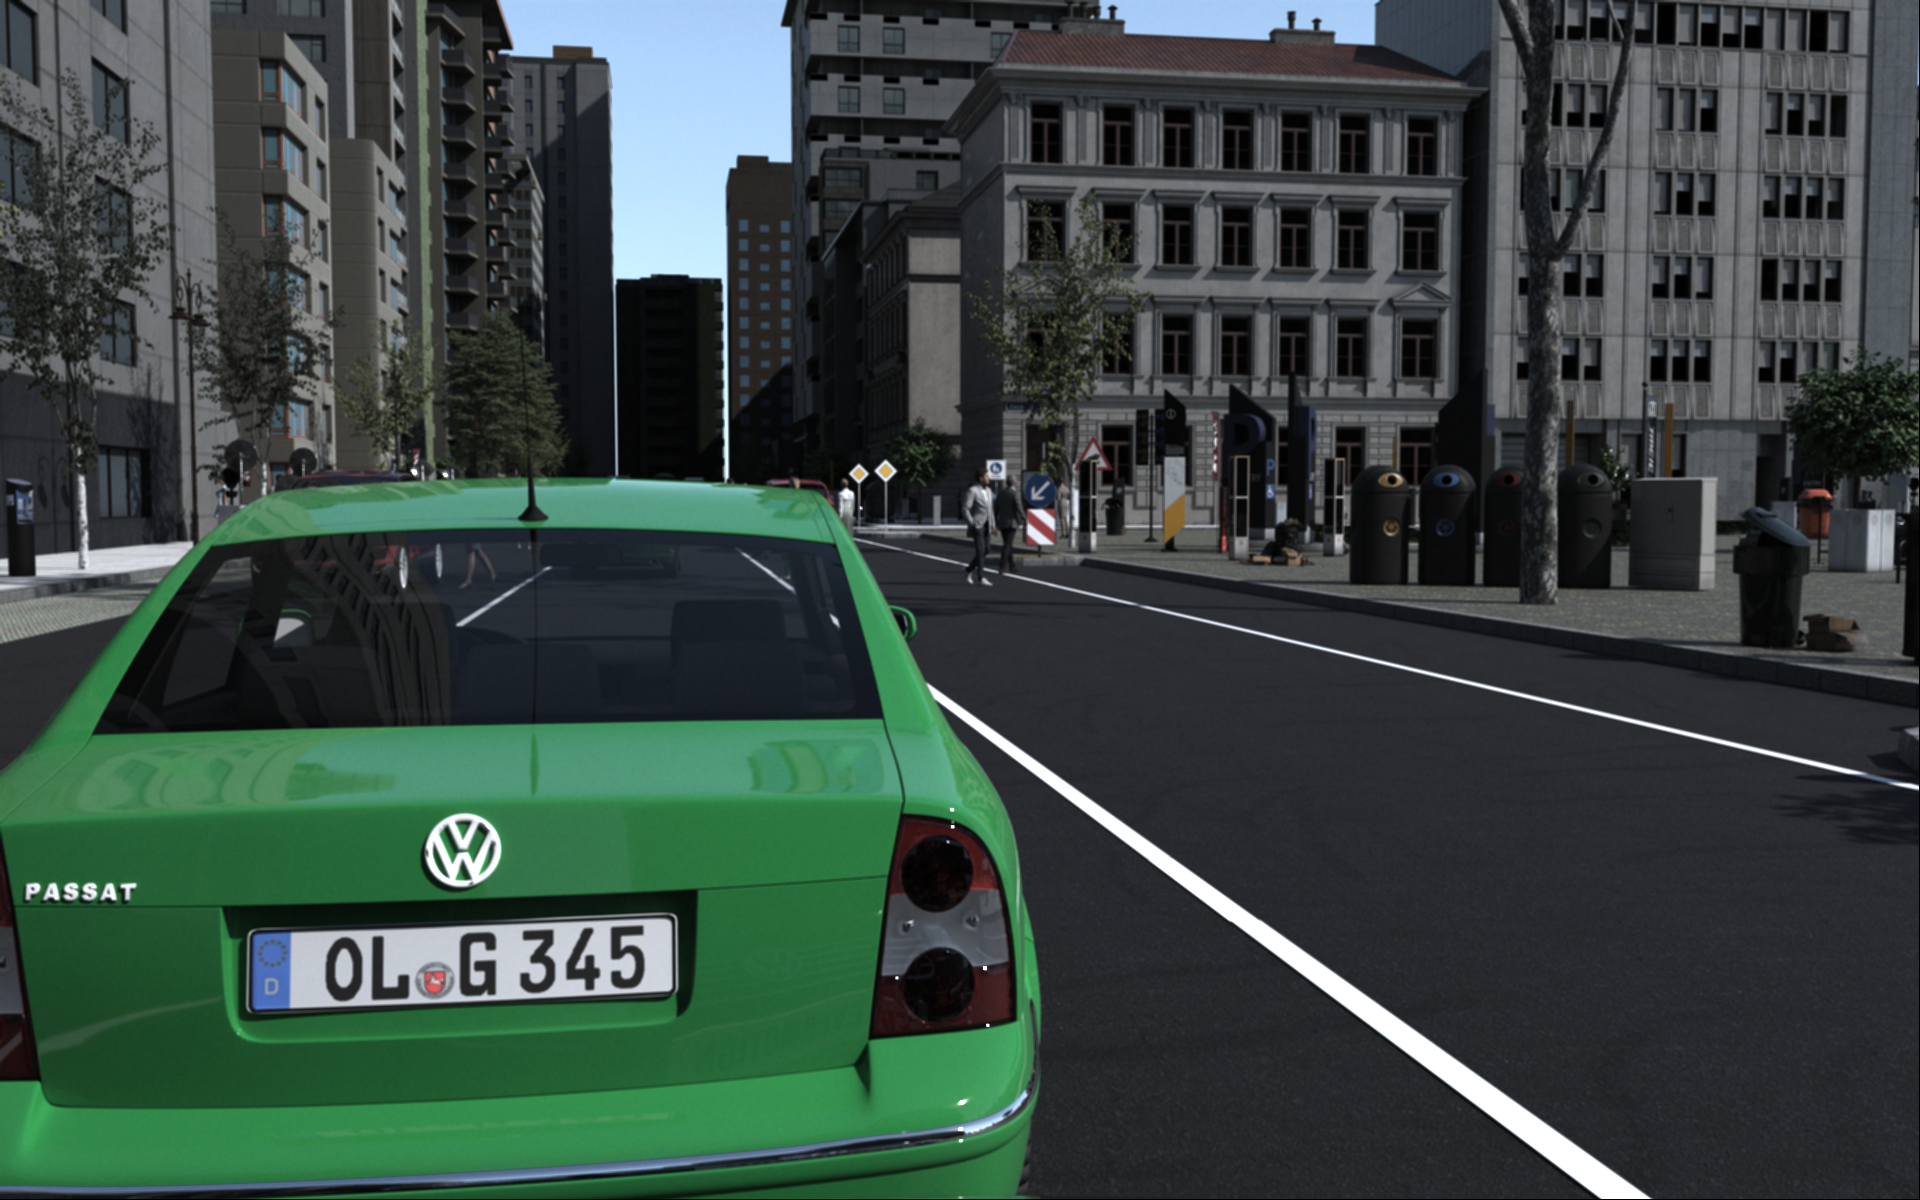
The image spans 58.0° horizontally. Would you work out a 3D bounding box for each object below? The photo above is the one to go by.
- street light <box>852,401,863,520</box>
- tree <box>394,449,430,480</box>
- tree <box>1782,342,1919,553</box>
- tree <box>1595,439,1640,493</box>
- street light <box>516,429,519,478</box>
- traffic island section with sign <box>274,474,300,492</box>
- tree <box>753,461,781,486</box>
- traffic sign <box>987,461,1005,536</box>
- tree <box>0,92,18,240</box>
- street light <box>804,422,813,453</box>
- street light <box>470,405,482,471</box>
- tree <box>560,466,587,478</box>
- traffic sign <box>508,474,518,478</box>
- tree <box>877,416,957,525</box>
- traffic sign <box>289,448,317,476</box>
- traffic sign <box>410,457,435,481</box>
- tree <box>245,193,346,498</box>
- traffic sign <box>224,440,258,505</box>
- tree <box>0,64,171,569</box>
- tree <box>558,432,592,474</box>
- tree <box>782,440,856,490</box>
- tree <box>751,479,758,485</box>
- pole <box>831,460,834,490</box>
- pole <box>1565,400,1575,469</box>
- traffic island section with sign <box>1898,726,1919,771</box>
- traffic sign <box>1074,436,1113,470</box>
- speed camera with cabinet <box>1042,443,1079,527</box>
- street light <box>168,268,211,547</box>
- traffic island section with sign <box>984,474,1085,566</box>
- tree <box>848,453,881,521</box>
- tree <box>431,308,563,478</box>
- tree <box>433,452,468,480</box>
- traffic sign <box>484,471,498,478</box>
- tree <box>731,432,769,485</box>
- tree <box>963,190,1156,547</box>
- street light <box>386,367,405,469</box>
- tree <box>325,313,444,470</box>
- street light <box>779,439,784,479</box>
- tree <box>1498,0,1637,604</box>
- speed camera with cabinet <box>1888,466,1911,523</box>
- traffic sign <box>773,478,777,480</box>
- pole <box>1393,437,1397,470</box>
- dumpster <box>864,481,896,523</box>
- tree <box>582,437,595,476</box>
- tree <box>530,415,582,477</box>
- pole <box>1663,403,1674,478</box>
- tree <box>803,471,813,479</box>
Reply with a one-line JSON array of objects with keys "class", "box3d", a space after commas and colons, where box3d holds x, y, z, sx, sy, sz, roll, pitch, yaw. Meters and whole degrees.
[{"class": "street light", "box3d": [-5.014, -6.833, 84.510, 0.468, 5.910, 1.993, -1, 4, -10]}, {"class": "tree", "box3d": [-23.547, -4.882, 74.415, 1.663, 3.219, 1.824, 0, 3, 0]}, {"class": "tree", "box3d": [19.629, -3.306, 37.772, 4.285, 4.588, 4.351, 0, 3, 0]}, {"class": "tree", "box3d": [22.580, -4.032, 60.522, 1.663, 3.219, 1.824, 0, 3, 0]}, {"class": "street light", "box3d": [-29.836, -8.825, 117.078, 0.468, 5.910, 1.993, -1, 4, -10]}, {"class": "traffic island section with sign", "box3d": [-13.195, -1.558, 34.101, 1.989, 1.847, 2.006, -1, 4, -10]}, {"class": "tree", "box3d": [-18.848, -11.506, 171.840, 4.285, 4.588, 4.351, 0, 3, 0]}, {"class": "traffic sign", "box3d": [1.083, -3.071, 52.341, 0.606, 2.300, 0.079, 0, 4, -4]}, {"class": "tree", "box3d": [-14.581, -4.442, 22.989, 4.737, 8.622, 4.395, 0, 3, 0]}, {"class": "street light", "box3d": [-9.740, -8.482, 111.470, 0.468, 5.910, 1.993, -1, 4, -10]}, {"class": "street light", "box3d": [-25.151, -7.176, 90.111, 0.468, 5.910, 1.993, -1, 4, -10]}, {"class": "tree", "box3d": [-43.354, -12.930, 195.115, 4.285, 4.588, 4.351, 0, 3, 0]}, {"class": "traffic sign", "box3d": [-28.818, -6.827, 111.726, 0.768, 2.556, 0.104, -1, 4, -9]}, {"class": "tree", "box3d": [-1.775, -5.420, 72.329, 4.285, 4.588, 4.351, 0, 3, 0]}, {"class": "traffic sign", "box3d": [-18.097, -2.913, 47.737, 0.768, 2.556, 0.104, 0, 4, 0]}, {"class": "traffic sign", "box3d": [-17.135, -3.243, 55.213, 0.795, 2.593, 0.064, -1, 4, -10]}, {"class": "tree", "box3d": [-17.320, -5.658, 42.870, 4.360, 8.622, 3.978, 0, 3, 0]}, {"class": "traffic sign", "box3d": [-16.834, -2.474, 40.564, 0.768, 2.556, 0.104, 0, 4, -3]}, {"class": "tree", "box3d": [-15.116, -4.818, 29.142, 4.360, 8.622, 3.978, 0, 3, 0]}, {"class": "tree", "box3d": [-45.754, -15.674, 206.628, 4.360, 8.622, 3.978, 0, 3, 0]}, {"class": "tree", "box3d": [-7.949, -7.418, 104.992, 4.285, 4.588, 4.351, 0, 3, 0]}, {"class": "tree", "box3d": [-22.755, -12.105, 192.513, 1.663, 3.219, 1.824, 0, 3, 0]}, {"class": "pole", "box3d": [-7.579, -6.670, 102.901, 0.158, 3.312, 0.155, 0, 3, 0]}, {"class": "pole", "box3d": [13.299, -2.689, 37.816, 0.158, 3.312, 0.155, 0, 3, 0]}, {"class": "traffic island section with sign", "box3d": [6.003, -0.005, 8.706, 1.989, 1.847, 2.006, -1, 4, -10]}, {"class": "traffic sign", "box3d": [2.984, -2.379, 38.895, 0.884, 2.594, 0.081, -1, 4, -9]}, {"class": "speed camera with cabinet", "box3d": [3.756, -4.460, 67.259, 2.038, 3.252, 0.660, -2, 4, -25]}, {"class": "street light", "box3d": [-15.761, -3.840, 35.570, 0.468, 5.910, 1.993, -1, 4, -10]}, {"class": "traffic island section with sign", "box3d": [1.383, -1.647, 35.551, 1.989, 1.847, 2.006, -1, 4, -10]}, {"class": "tree", "box3d": [-4.532, -5.375, 82.490, 1.663, 3.219, 1.824, 0, 3, 0]}, {"class": "tree", "box3d": [-28.366, -11.475, 105.748, 7.486, 12.596, 7.792, 0, 3, 0]}, {"class": "tree", "box3d": [-39.611, -9.166, 133.571, 4.285, 4.588, 4.351, 0, 3, 0]}, {"class": "traffic sign", "box3d": [-26.078, -5.891, 96.427, 0.768, 2.556, 0.104, -1, 4, -8]}, {"class": "tree", "box3d": [-26.463, -16.198, 215.194, 4.737, 8.622, 4.395, 0, 3, 0]}, {"class": "tree", "box3d": [2.462, -5.577, 41.547, 4.737, 8.622, 4.395, 0, 3, 0]}, {"class": "street light", "box3d": [-20.473, -5.513, 62.924, 0.468, 5.910, 1.993, -1, 4, -10]}, {"class": "tree", "box3d": [-22.954, -7.305, 69.797, 4.737, 8.622, 4.395, 0, 3, 0]}, {"class": "street light", "box3d": [-14.359, -10.175, 139.154, 0.468, 5.910, 1.993, -1, 4, -10]}, {"class": "tree", "box3d": [5.618, -9.965, 18.814, 12.611, 20.169, 13.585, 0, 3, 0]}, {"class": "speed camera with cabinet", "box3d": [30.379, -3.774, 56.035, 0.660, 3.252, 2.038, 2, 4, 30]}, {"class": "traffic sign", "box3d": [-14.936, -8.589, 140.534, 0.768, 2.556, 0.104, 0, 4, -7]}, {"class": "pole", "box3d": [15.456, -4.145, 61.608, 0.158, 3.312, 0.155, 0, 3, 0]}, {"class": "dumpster", "box3d": [-3.527, -4.353, 76.922, 1.264, 1.857, 1.865, -1, 4, -10]}, {"class": "tree", "box3d": [-46.578, -16.020, 212.289, 4.737, 8.622, 4.395, 0, 3, 0]}, {"class": "tree", "box3d": [-35.416, -12.074, 147.765, 4.737, 8.622, 4.395, 0, 3, 0]}, {"class": "pole", "box3d": [15.922, -2.760, 38.971, 0.158, 3.312, 0.155, 0, 3, 0]}, {"class": "tree", "box3d": [-10.745, -7.907, 123.876, 1.663, 3.219, 1.824, 0, 3, 0]}]
